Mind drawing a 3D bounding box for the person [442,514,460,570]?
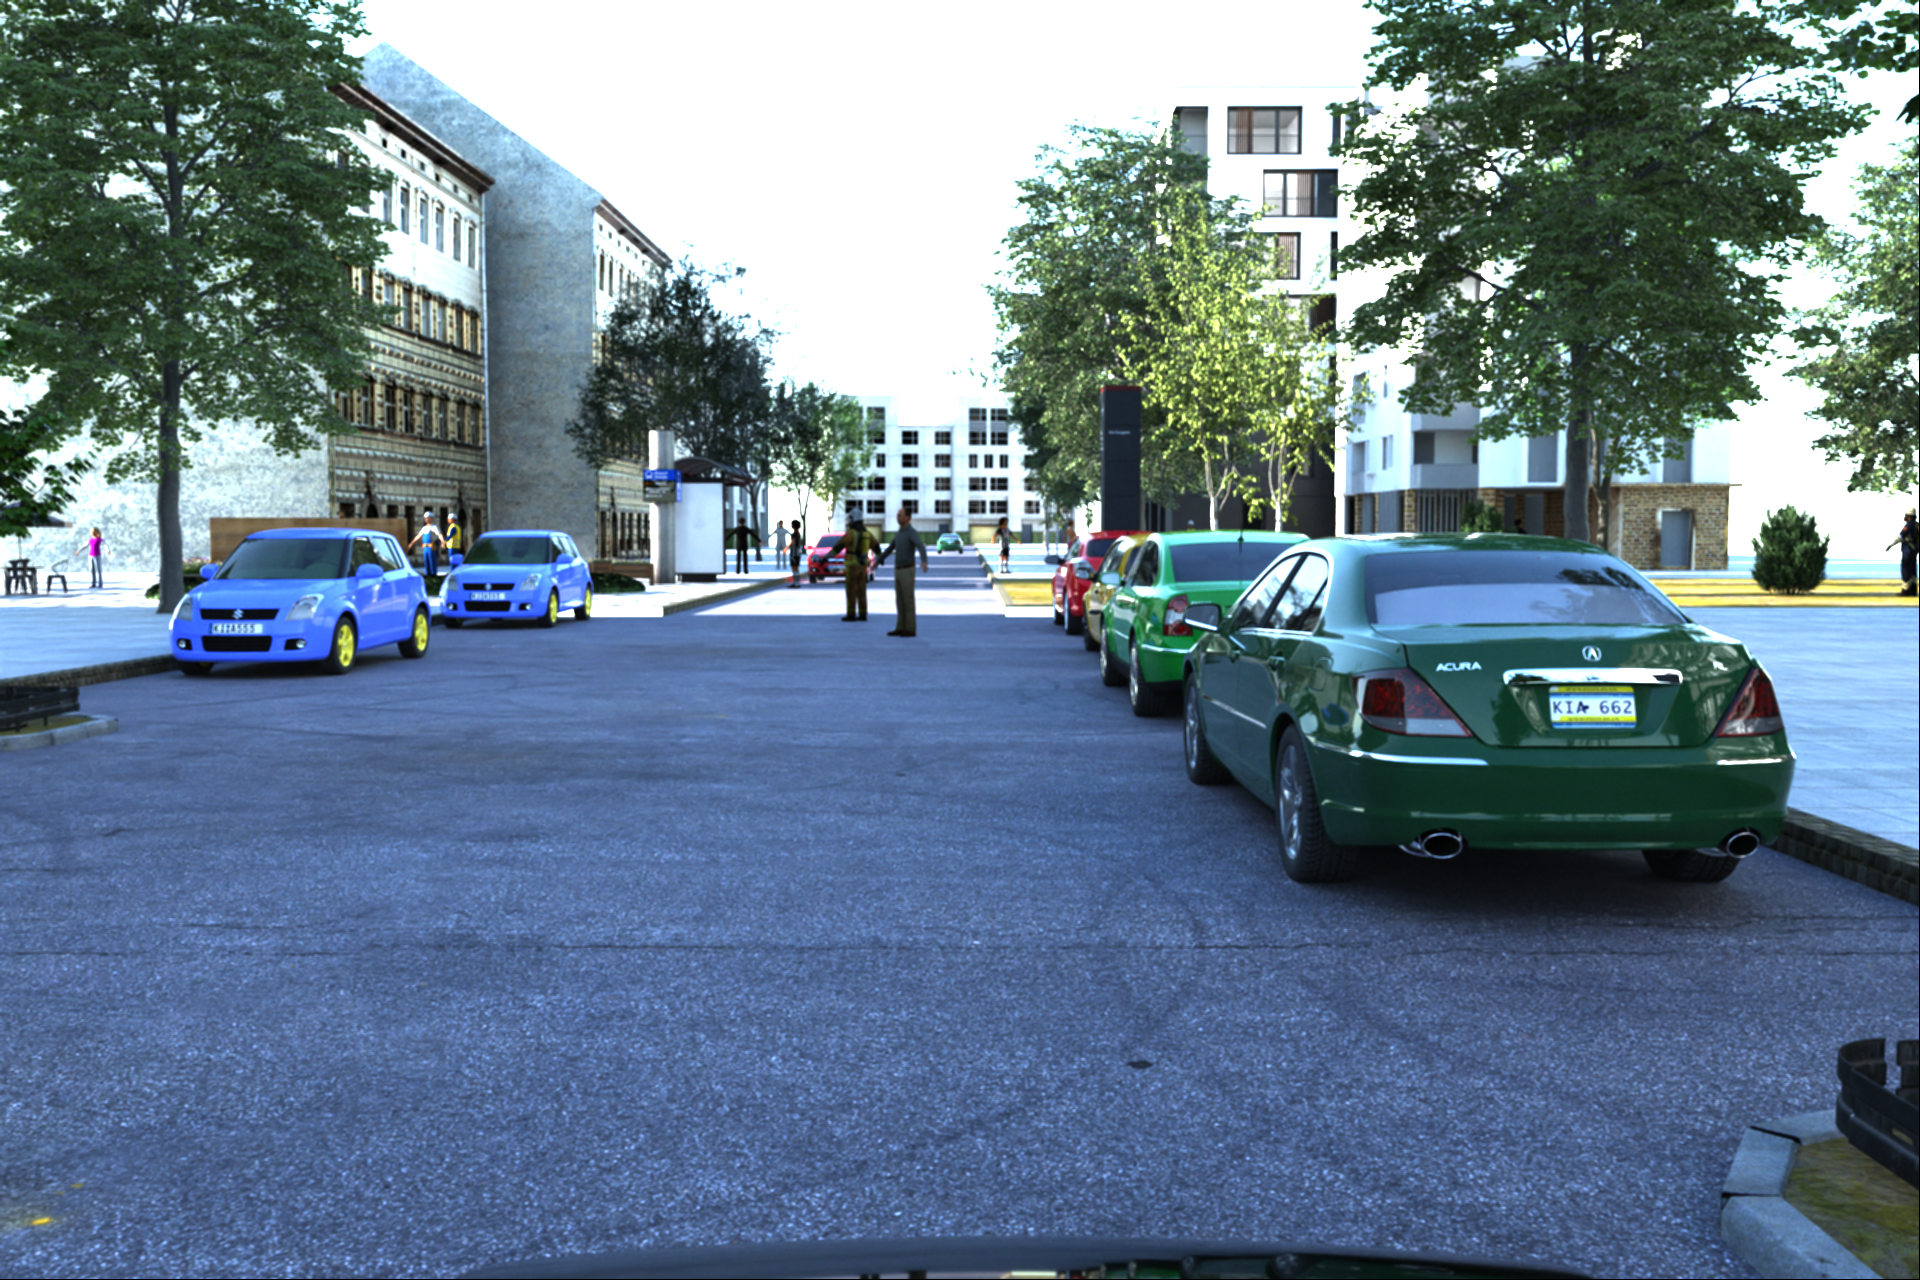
[{"bbox_3d":[-13.922,-2.541,47.517,0.705,1.833,1.349,0,4,-2],"label":"person"}]

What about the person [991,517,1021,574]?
[{"bbox_3d":[1.446,-3.032,55.713,1.345,1.843,0.704,-3,5,-45],"label":"person"}]

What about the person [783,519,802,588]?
[{"bbox_3d":[-4.389,-2.279,45.868,0.704,1.843,1.345,1,4,10],"label":"person"}]

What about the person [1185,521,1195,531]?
[{"bbox_3d":[8.425,-3.493,63.578,1.216,1.772,0.721,-1,4,-13],"label":"person"}]

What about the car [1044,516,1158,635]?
[{"bbox_3d":[2.376,-1.043,26.096,2.155,1.783,4.494,0,4,0],"label":"car"}]

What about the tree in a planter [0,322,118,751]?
[{"bbox_3d":[-7.125,-0.906,12.033,1.991,3.239,1.994,0,4,0],"label":"tree in a planter"}]

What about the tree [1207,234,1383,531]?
[{"bbox_3d":[8.285,-5.701,43.568,4.737,8.622,4.395,0,3,0],"label":"tree"}]

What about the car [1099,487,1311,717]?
[{"bbox_3d":[2.233,-0.378,14.970,1.959,1.807,4.718,0,4,-1],"label":"car"}]

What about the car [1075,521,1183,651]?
[{"bbox_3d":[2.389,-0.604,20.105,2.015,1.641,3.980,0,4,-1],"label":"car"}]

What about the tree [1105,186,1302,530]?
[{"bbox_3d":[5.301,-5.264,36.425,4.737,8.622,4.395,0,3,0],"label":"tree"}]

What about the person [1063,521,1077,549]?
[{"bbox_3d":[3.795,-3.126,57.921,0.721,1.733,1.217,-2,4,-29],"label":"person"}]

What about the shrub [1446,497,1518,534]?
[{"bbox_3d":[10.825,-1.964,36.157,1.661,2.075,1.752,0,3,0],"label":"shrub"}]

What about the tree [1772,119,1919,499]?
[{"bbox_3d":[27.902,-8.644,47.988,9.857,13.997,8.962,0,3,0],"label":"tree"}]

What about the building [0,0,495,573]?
[{"bbox_3d":[-29.698,-14.336,65.316,19.493,23.208,18.063,0,4,1],"label":"building"}]

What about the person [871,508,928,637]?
[{"bbox_3d":[-0.798,-0.952,24.289,0.705,1.796,1.348,-2,4,-35],"label":"person"}]

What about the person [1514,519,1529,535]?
[{"bbox_3d":[17.099,-2.827,52.937,0.721,1.740,1.216,-3,5,-42],"label":"person"}]

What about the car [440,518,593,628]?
[{"bbox_3d":[-7.037,-1.103,27.618,1.945,1.707,3.694,0,4,0],"label":"car"}]

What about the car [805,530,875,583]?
[{"bbox_3d":[-3.544,-2.634,52.108,2.155,1.783,4.494,0,4,0],"label":"car"}]

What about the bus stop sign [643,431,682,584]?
[{"bbox_3d":[-7.617,-3.386,44.384,0.837,3.901,0.837,0,4,1],"label":"bus stop sign"}]

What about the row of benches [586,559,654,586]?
[{"bbox_3d":[-9.527,-1.688,43.059,4.104,0.672,1.422,0,4,-6],"label":"row of benches"}]

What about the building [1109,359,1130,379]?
[{"bbox_3d":[23.976,-18.459,168.256,16.747,18.905,31.486,0,3,0],"label":"building"}]

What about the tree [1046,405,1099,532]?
[{"bbox_3d":[5.937,-8.104,82.865,4.737,8.622,4.395,0,3,0],"label":"tree"}]

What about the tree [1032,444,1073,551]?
[{"bbox_3d":[6.052,-8.982,97.216,4.737,8.622,4.395,0,3,0],"label":"tree"}]

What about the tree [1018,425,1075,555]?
[{"bbox_3d":[5.487,-9.625,107.728,4.360,8.622,3.978,0,3,0],"label":"tree"}]

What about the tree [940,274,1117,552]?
[{"bbox_3d":[4.948,-16.551,126.504,12.611,20.169,13.585,0,3,0],"label":"tree"}]

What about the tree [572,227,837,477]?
[{"bbox_3d":[-10.179,-9.724,69.357,12.009,13.543,11.850,0,3,0],"label":"tree"}]

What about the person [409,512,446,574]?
[{"bbox_3d":[-13.534,-2.344,44.174,1.347,1.847,0.705,2,4,33],"label":"person"}]

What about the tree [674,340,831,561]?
[{"bbox_3d":[-9.689,-8.997,81.518,7.601,10.594,8.767,3,5,45],"label":"tree"}]

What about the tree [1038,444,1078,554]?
[{"bbox_3d":[6.542,-9.900,112.223,4.737,8.622,4.395,0,3,0],"label":"tree"}]

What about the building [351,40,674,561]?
[{"bbox_3d":[-25.528,-15.639,86.632,19.493,23.208,18.063,0,4,0],"label":"building"}]

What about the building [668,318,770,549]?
[{"bbox_3d":[-27.623,-17.769,156.983,16.747,18.905,31.486,0,4,1],"label":"building"}]

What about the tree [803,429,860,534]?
[{"bbox_3d":[-9.211,-10.370,119.905,4.737,8.622,4.395,0,3,0],"label":"tree"}]

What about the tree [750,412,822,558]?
[{"bbox_3d":[-10.150,-8.831,94.756,4.360,8.622,3.978,0,3,0],"label":"tree"}]

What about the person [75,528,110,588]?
[{"bbox_3d":[-20.562,-1.948,41.111,0.991,1.433,0.599,1,4,17],"label":"person"}]

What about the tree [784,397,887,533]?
[{"bbox_3d":[-9.556,-12.379,128.155,9.928,11.665,9.643,0,3,0],"label":"tree"}]

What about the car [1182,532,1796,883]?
[{"bbox_3d":[2.248,0.198,8.555,2.131,1.459,4.920,0,4,-1],"label":"car"}]

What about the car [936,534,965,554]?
[{"bbox_3d":[-0.704,-7.001,126.265,2.131,1.459,4.920,0,4,1],"label":"car"}]

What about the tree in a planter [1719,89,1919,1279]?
[{"bbox_3d":[2.541,-0.356,3.045,1.991,3.239,1.994,0,4,0],"label":"tree in a planter"}]

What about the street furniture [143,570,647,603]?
[{"bbox_3d":[-11.753,-1.274,36.449,10.072,0.657,5.734,-2,4,-30],"label":"street furniture"}]

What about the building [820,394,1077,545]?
[{"bbox_3d":[-1.912,-21.938,227.606,31.486,18.905,16.747,-1,4,-10],"label":"building"}]

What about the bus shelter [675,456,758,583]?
[{"bbox_3d":[-6.921,-3.305,47.963,2.014,3.302,5.546,0,4,0],"label":"bus shelter"}]

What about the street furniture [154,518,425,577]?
[{"bbox_3d":[-19.655,-2.523,48.103,9.812,1.723,11.010,-1,4,-23],"label":"street furniture"}]

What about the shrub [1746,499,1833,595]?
[{"bbox_3d":[17.463,-1.960,36.473,1.690,2.028,1.600,0,3,0],"label":"shrub"}]

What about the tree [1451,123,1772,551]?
[{"bbox_3d":[16.534,-7.252,44.319,9.928,11.665,9.643,0,3,0],"label":"tree"}]

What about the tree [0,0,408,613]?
[{"bbox_3d":[-12.650,-6.732,28.190,7.486,12.596,7.792,0,3,0],"label":"tree"}]

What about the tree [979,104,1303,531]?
[{"bbox_3d":[5.483,-8.896,52.112,9.857,13.997,8.962,0,3,0],"label":"tree"}]

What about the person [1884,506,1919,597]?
[{"bbox_3d":[19.535,-1.828,35.671,1.354,1.856,0.705,-2,4,-31],"label":"person"}]

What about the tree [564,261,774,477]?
[{"bbox_3d":[-9.820,-7.601,58.684,7.601,10.594,8.767,-1,4,-14],"label":"tree"}]

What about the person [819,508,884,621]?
[{"bbox_3d":[-1.728,-1.241,28.524,1.354,1.858,0.705,-3,5,-43],"label":"person"}]

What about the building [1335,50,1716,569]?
[{"bbox_3d":[21.455,-13.309,74.030,16.016,20.090,11.380,0,4,0],"label":"building"}]

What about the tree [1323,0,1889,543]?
[{"bbox_3d":[8.873,-6.512,24.599,7.486,12.596,7.792,0,3,0],"label":"tree"}]

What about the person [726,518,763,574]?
[{"bbox_3d":[-6.936,-2.991,55.097,1.347,1.806,0.705,0,4,-7],"label":"person"}]

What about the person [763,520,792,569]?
[{"bbox_3d":[-6.520,-3.488,63.215,1.347,1.806,0.705,0,4,-3],"label":"person"}]

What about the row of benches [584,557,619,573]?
[{"bbox_3d":[-10.882,-1.873,46.093,4.104,0.672,1.422,-1,4,-17],"label":"row of benches"}]

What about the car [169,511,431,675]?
[{"bbox_3d":[-7.076,-0.561,18.769,1.945,1.707,3.694,0,4,1],"label":"car"}]

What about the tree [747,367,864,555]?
[{"bbox_3d":[-9.857,-11.188,108.680,9.928,11.665,9.643,0,3,0],"label":"tree"}]

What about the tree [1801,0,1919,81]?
[{"bbox_3d":[7.992,-5.605,9.762,7.486,12.596,7.792,0,3,0],"label":"tree"}]

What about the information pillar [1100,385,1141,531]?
[{"bbox_3d":[2.823,-2.516,30.516,0.750,3.857,0.750,0,4,-2],"label":"information pillar"}]

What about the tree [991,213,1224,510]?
[{"bbox_3d":[6.057,-9.994,70.065,9.857,13.997,8.962,0,3,0],"label":"tree"}]

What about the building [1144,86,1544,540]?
[{"bbox_3d":[23.866,-15.389,95.580,27.936,21.610,32.646,0,4,1],"label":"building"}]
